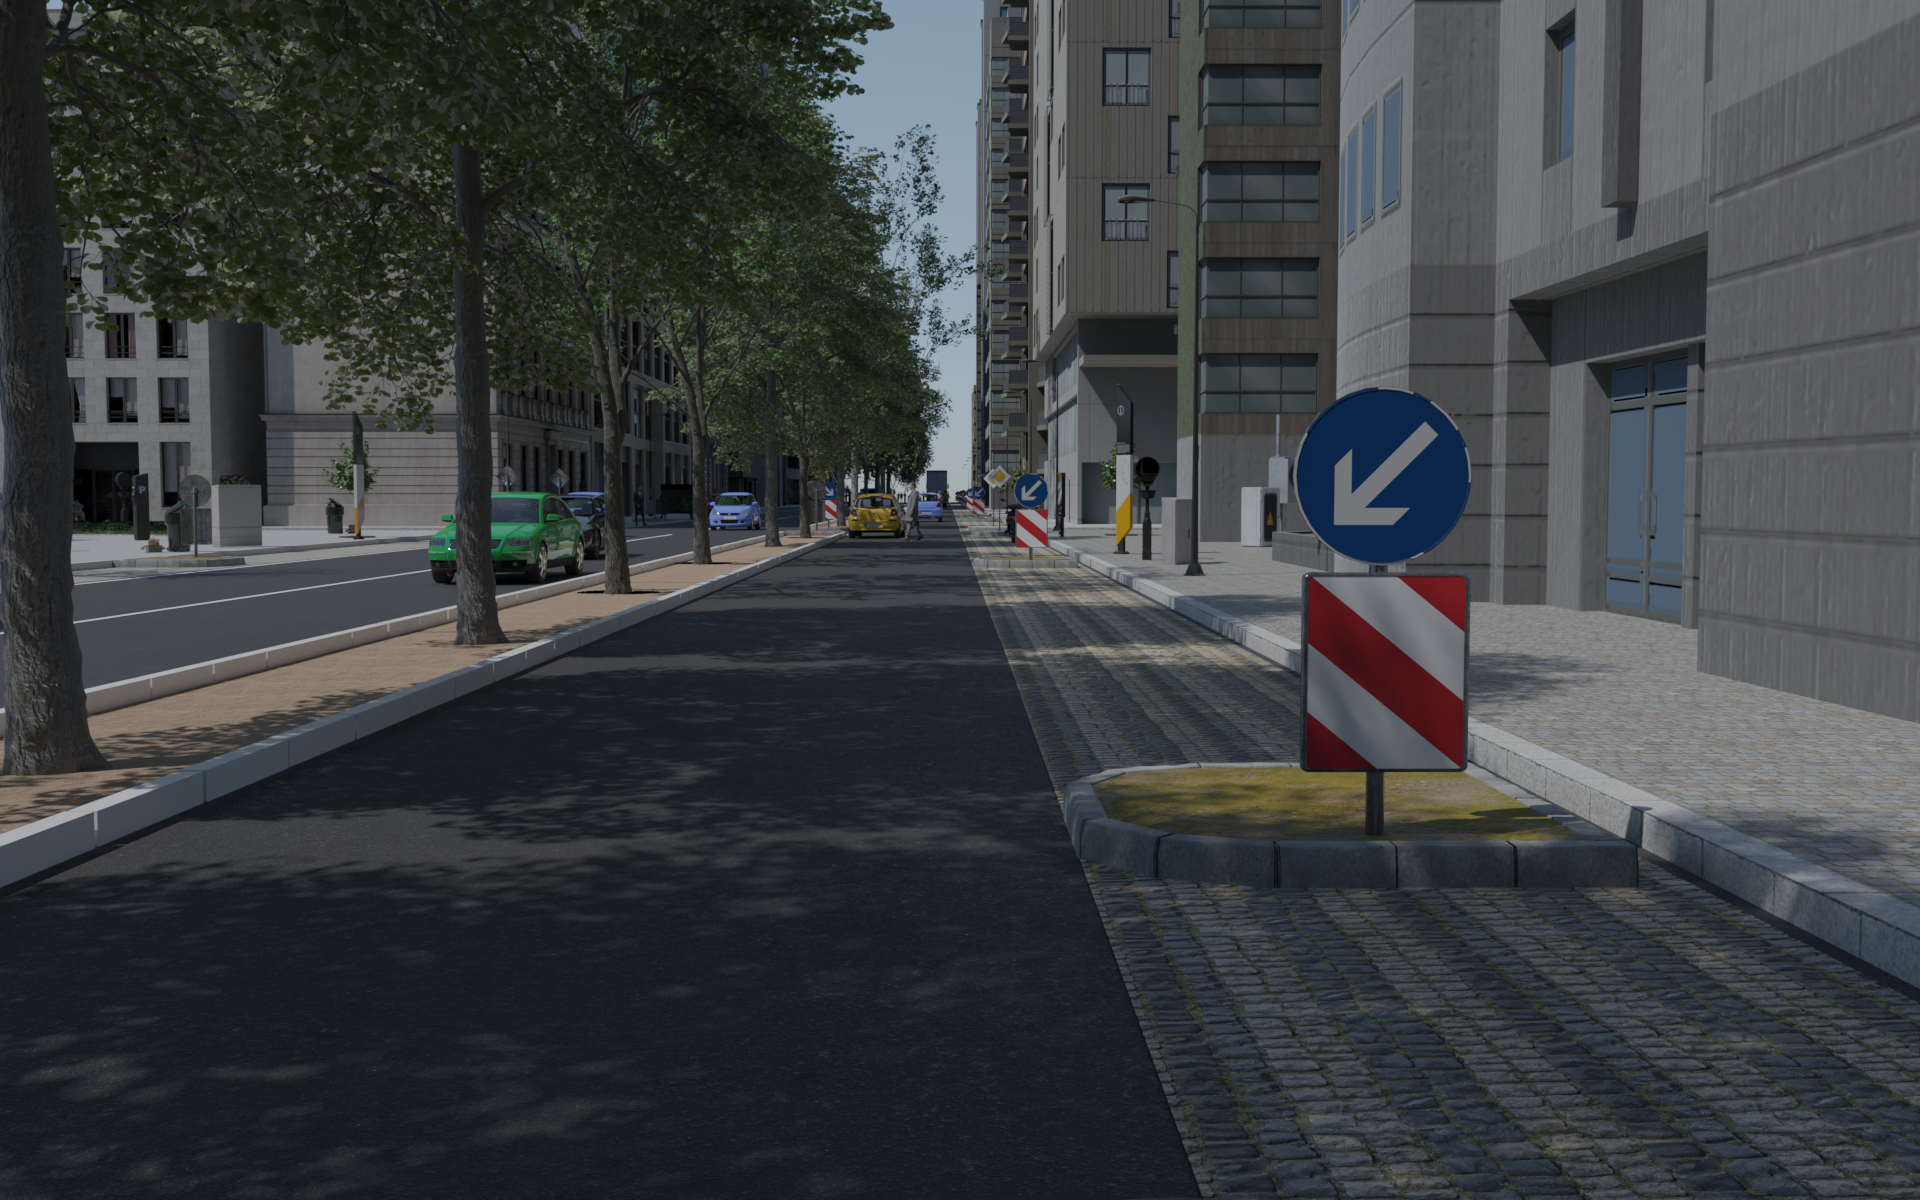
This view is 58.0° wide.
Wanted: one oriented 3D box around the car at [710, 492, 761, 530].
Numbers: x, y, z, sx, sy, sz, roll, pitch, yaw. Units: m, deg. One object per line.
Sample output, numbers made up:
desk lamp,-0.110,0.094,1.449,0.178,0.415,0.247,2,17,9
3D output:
car,-9.010,-3.667,69.553,1.945,1.707,3.694,0,4,0

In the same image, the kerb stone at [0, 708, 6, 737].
kerb stone,-5.681,0.716,10.525,0.120,0.150,1.000,0,4,0

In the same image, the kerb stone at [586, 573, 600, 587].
kerb stone,-5.805,-0.291,26.955,0.120,0.150,1.000,0,4,0

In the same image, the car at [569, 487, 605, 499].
car,-12.459,-2.930,57.496,1.945,1.707,3.694,0,4,1

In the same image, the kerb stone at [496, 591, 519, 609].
kerb stone,-5.773,0.022,21.839,0.120,0.150,1.000,0,4,0

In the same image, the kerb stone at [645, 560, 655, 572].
kerb stone,-5.840,-0.605,32.084,0.120,0.150,1.000,0,4,0

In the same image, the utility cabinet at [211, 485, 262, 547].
utility cabinet,-17.474,-2.028,41.834,0.318,1.500,1.173,2,4,31

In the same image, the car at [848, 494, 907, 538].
car,-2.727,-2.890,57.480,2.015,1.641,3.980,0,4,1

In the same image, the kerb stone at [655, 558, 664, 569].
kerb stone,-5.853,-0.667,33.106,0.120,0.150,1.000,0,4,0

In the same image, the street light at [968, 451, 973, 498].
street light,1.907,-13.087,186.505,1.470,5.913,1.316,0,4,0

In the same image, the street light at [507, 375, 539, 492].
street light,-17.115,-5.818,67.673,1.470,5.913,1.316,0,4,0

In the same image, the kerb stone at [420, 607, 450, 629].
kerb stone,-5.751,0.215,18.741,0.120,0.150,1.000,0,4,0

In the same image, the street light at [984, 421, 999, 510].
street light,2.465,-8.417,110.163,1.470,5.913,1.316,0,4,0

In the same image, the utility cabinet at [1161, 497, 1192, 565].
utility cabinet,4.013,-1.261,31.777,0.306,1.237,1.020,2,4,27

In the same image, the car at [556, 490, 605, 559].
car,-8.843,-1.797,39.175,2.009,1.686,4.222,0,4,-2

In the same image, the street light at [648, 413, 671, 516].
street light,-17.312,-7.789,99.889,1.470,5.913,1.316,0,4,0

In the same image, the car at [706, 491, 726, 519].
car,-13.034,-5.248,94.837,2.155,1.783,4.494,0,3,0

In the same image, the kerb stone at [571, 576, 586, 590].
kerb stone,-5.805,-0.229,25.933,0.120,0.150,1.000,0,4,0

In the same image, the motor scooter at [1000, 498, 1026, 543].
motor scooter,1.598,-2.329,50.854,0.815,1.314,1.986,0,4,0

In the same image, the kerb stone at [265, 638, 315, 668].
kerb stone,-5.713,0.463,14.632,0.120,0.150,1.000,0,4,0

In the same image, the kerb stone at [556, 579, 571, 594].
kerb stone,-5.798,-0.166,24.911,0.120,0.150,1.000,0,4,0

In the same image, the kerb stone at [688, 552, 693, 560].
kerb stone,-5.882,-0.918,37.197,0.120,0.150,1.000,0,4,0

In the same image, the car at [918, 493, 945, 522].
car,-1.738,-4.872,89.250,1.945,1.707,3.694,0,4,-1

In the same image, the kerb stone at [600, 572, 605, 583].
kerb stone,-5.817,-0.354,27.983,0.120,0.150,1.000,0,4,0

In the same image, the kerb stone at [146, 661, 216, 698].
kerb stone,-5.699,0.588,12.582,0.120,0.150,1.000,0,4,0

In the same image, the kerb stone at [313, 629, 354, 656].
kerb stone,-5.729,0.402,15.654,0.120,0.150,1.000,0,4,0

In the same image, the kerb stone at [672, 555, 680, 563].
kerb stone,-5.865,-0.789,35.151,0.120,0.150,1.000,0,4,0

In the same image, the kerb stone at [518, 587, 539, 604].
kerb stone,-5.776,-0.041,22.865,0.120,0.150,1.000,0,4,0

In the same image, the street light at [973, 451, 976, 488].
street light,2.131,-11.116,154.288,1.470,5.913,1.316,0,4,0

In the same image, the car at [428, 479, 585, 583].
car,-7.596,-1.253,29.286,1.959,1.807,4.718,0,4,0

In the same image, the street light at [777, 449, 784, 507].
street light,-17.889,-12.458,176.230,1.470,5.913,1.316,0,4,0

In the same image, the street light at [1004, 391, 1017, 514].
street light,2.657,-6.447,77.947,1.470,5.913,1.316,0,4,0

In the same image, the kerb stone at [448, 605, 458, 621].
kerb stone,-5.754,0.149,19.780,0.120,0.150,1.000,0,4,0

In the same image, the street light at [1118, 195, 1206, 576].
street light,3.149,-3.336,27.077,1.470,5.913,1.316,0,4,0

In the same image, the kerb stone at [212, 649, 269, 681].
kerb stone,-5.707,0.525,13.610,0.120,0.150,1.000,0,4,0

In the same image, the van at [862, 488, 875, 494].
van,-8.352,-9.713,163.192,2.240,2.365,5.245,0,4,0

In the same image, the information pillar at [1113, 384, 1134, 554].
information pillar,3.494,-2.781,36.827,0.183,3.616,0.504,-2,4,-33

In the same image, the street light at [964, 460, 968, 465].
street light,1.608,-15.068,218.903,1.470,5.913,1.316,0,4,0

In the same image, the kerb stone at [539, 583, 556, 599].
kerb stone,-5.783,-0.104,23.888,0.120,0.150,1.000,0,4,0

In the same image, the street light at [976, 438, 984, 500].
street light,2.265,-10.418,142.877,1.470,5.913,1.316,0,4,0

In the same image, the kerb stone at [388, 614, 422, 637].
kerb stone,-5.734,0.275,17.705,0.120,0.150,1.000,0,4,0

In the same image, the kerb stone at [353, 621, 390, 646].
kerb stone,-5.736,0.340,16.677,0.120,0.150,1.000,0,4,0

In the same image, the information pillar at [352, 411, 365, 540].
information pillar,-16.990,-3.521,48.926,0.183,3.616,0.504,0,4,5

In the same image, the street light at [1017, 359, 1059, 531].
street light,2.814,-5.333,59.731,1.470,5.913,1.316,0,4,0

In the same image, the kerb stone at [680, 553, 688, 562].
kerb stone,-5.874,-0.855,36.175,0.120,0.150,1.000,0,4,0

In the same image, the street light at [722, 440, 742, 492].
street light,-17.577,-9.759,132.105,1.470,5.913,1.316,0,4,0

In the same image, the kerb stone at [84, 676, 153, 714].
kerb stone,-5.693,0.651,11.558,0.120,0.150,1.000,0,4,0

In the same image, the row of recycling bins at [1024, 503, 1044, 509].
row of recycling bins,5.578,-5.879,103.242,3.534,1.692,1.069,1,4,11

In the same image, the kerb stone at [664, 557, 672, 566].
kerb stone,-5.868,-0.730,34.128,0.120,0.150,1.000,0,4,0

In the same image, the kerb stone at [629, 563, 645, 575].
kerb stone,-5.841,-0.538,31.062,0.120,0.150,1.000,0,4,0
